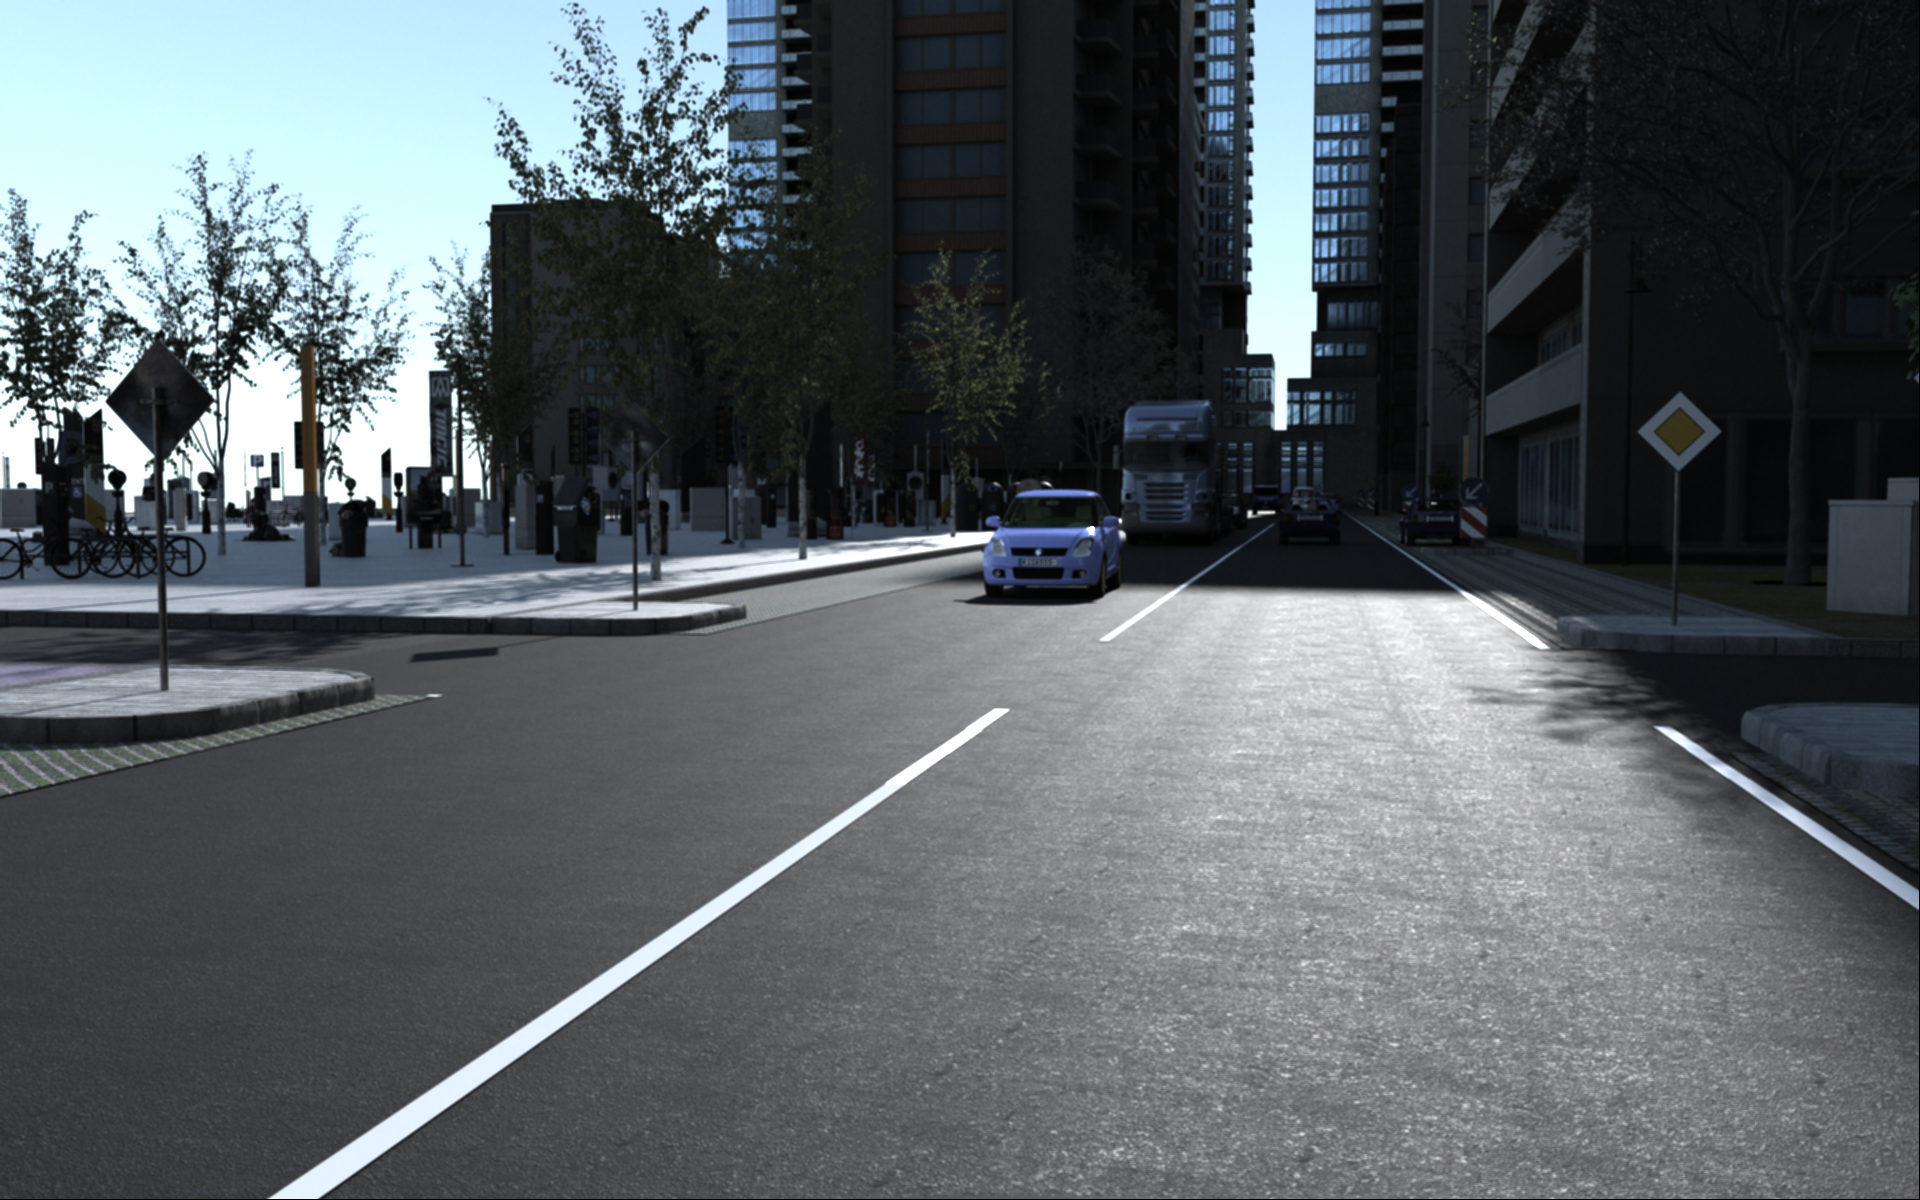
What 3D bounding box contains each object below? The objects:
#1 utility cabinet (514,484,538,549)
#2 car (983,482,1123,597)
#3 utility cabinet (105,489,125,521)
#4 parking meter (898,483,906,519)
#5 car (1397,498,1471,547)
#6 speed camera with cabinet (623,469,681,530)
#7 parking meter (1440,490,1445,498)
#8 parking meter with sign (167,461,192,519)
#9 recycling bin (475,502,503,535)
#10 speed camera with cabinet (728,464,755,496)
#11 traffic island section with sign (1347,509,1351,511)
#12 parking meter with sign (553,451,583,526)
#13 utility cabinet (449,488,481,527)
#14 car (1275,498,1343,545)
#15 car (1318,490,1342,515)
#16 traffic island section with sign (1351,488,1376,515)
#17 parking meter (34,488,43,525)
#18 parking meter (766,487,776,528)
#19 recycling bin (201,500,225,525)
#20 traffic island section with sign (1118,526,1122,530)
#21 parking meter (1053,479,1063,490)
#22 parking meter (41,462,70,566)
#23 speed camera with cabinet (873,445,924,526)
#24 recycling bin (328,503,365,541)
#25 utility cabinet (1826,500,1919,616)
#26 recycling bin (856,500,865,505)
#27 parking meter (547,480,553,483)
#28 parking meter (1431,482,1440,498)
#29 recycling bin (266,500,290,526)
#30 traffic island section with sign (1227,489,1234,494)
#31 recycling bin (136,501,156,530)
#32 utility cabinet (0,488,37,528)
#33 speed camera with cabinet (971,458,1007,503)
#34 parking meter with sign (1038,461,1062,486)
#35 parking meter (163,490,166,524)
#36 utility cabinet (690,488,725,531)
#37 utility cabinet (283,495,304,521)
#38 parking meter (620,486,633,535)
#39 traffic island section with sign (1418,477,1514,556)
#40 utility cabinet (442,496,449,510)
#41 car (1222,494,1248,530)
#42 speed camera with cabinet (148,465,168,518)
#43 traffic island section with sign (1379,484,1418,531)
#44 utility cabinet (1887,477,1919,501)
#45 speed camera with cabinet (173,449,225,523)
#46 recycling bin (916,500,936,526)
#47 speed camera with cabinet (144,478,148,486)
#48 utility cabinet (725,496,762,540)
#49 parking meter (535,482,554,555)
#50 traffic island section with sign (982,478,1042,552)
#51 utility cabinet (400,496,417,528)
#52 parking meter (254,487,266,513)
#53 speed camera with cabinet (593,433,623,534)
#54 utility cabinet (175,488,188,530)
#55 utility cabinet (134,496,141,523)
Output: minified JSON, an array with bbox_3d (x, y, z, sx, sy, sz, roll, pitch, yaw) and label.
[{"bbox_3d":[-10.086,-1.946,40.501,0.318,1.500,1.173,0,4,4],"label":"utility cabinet"},{"bbox_3d":[1.400,-0.961,25.310,1.945,1.707,3.694,1,4,11],"label":"car"},{"bbox_3d":[-40.154,-4.479,81.909,1.173,1.500,0.318,0,4,-2],"label":"utility cabinet"},{"bbox_3d":[-3.004,-5.124,89.489,0.399,1.863,0.255,0,4,5],"label":"parking meter"},{"bbox_3d":[13.231,-2.186,48.321,1.945,1.354,3.894,1,4,11],"label":"car"},{"bbox_3d":[-11.129,-4.163,62.406,2.038,3.252,0.660,0,4,4],"label":"speed camera with cabinet"},{"bbox_3d":[24.158,-4.805,86.968,0.372,1.533,0.369,0,3,0],"label":"parking meter"},{"bbox_3d":[-41.006,-5.757,90.380,1.738,3.016,0.543,-2,4,-30],"label":"parking meter with sign"},{"bbox_3d":[-14.925,-2.596,55.005,0.722,1.027,0.722,-3,4,-37],"label":"recycling bin"},{"bbox_3d":[-7.427,-3.938,58.730,0.660,3.252,2.038,-1,4,-19],"label":"speed camera with cabinet"},{"bbox_3d":[33.170,-8.263,143.728,1.989,1.847,2.006,1,4,12],"label":"traffic island section with sign"},{"bbox_3d":[-16.078,-4.538,70.451,1.738,3.016,0.543,3,5,42],"label":"parking meter with sign"},{"bbox_3d":[-19.284,-3.596,67.468,1.173,1.500,0.318,-3,5,-40],"label":"utility cabinet"},{"bbox_3d":[10.175,-2.319,50.500,1.945,1.354,3.894,1,4,10],"label":"car"},{"bbox_3d":[25.898,-6.870,121.920,1.945,1.707,3.694,1,4,13],"label":"car"},{"bbox_3d":[27.653,-6.628,117.003,1.989,1.847,2.006,1,4,12],"label":"traffic island section with sign"},{"bbox_3d":[-37.948,-3.845,71.273,0.372,1.533,0.369,0,3,0],"label":"parking meter"},{"bbox_3d":[-7.239,-3.549,66.431,0.372,1.533,0.369,0,3,0],"label":"parking meter"},{"bbox_3d":[-31.250,-3.665,72.484,0.722,1.027,0.722,3,5,44],"label":"recycling bin"},{"bbox_3d":[7.193,-3.745,69.859,1.989,1.847,2.006,1,4,12],"label":"traffic island section with sign"},{"bbox_3d":[3.724,-3.676,65.820,0.255,1.863,0.399,2,4,25],"label":"parking meter"},{"bbox_3d":[-16.255,-1.555,31.138,0.399,1.863,0.255,1,4,15],"label":"parking meter"},{"bbox_3d":[-2.479,-4.627,69.984,2.038,3.252,0.660,0,4,1],"label":"speed camera with cabinet"},{"bbox_3d":[-17.040,-2.176,48.135,0.722,1.027,0.722,2,4,27],"label":"recycling bin"},{"bbox_3d":[9.912,-0.462,18.708,0.306,1.237,1.020,-2,4,-25],"label":"utility cabinet"},{"bbox_3d":[-4.841,-4.157,80.515,0.722,1.027,0.722,1,4,9],"label":"recycling bin"},{"bbox_3d":[-17.237,-4.106,72.848,0.255,1.863,0.399,-1,4,-14],"label":"parking meter"},{"bbox_3d":[23.302,-4.839,84.832,0.255,1.863,0.399,-2,4,-24],"label":"parking meter"},{"bbox_3d":[-27.311,-3.467,69.241,0.722,1.027,0.722,1,4,23],"label":"recycling bin"},{"bbox_3d":[22.765,-8.363,145.357,1.989,1.847,2.006,1,4,12],"label":"traffic island section with sign"},{"bbox_3d":[-28.720,-2.990,61.446,0.722,1.027,0.722,0,4,-7],"label":"recycling bin"},{"bbox_3d":[-35.706,-3.484,65.644,1.173,1.500,0.318,-3,4,-37],"label":"utility cabinet"},{"bbox_3d":[1.637,-6.134,94.630,2.038,3.252,0.660,1,4,14],"label":"speed camera with cabinet"},{"bbox_3d":[4.466,-5.803,91.135,1.738,3.016,0.543,1,4,21],"label":"parking meter with sign"},{"bbox_3d":[-33.909,-3.982,73.516,0.372,1.533,0.369,0,3,0],"label":"parking meter"},{"bbox_3d":[-8.744,-3.139,59.994,1.173,1.500,0.318,-1,4,-18],"label":"utility cabinet"},{"bbox_3d":[-31.760,-4.370,82.609,1.020,1.237,0.306,1,4,19],"label":"utility cabinet"},{"bbox_3d":[-10.365,-2.777,53.818,0.372,1.533,0.369,0,3,0],"label":"parking meter"},{"bbox_3d":[11.996,-1.983,41.050,1.989,1.847,2.006,1,4,12],"label":"traffic island section with sign"},{"bbox_3d":[-20.343,-3.439,67.394,1.020,1.237,0.306,1,4,14],"label":"utility cabinet"},{"bbox_3d":[10.879,-3.767,71.372,2.009,1.686,4.222,1,4,14],"label":"car"},{"bbox_3d":[-42.920,-6.108,94.195,2.038,3.252,0.660,1,4,15],"label":"speed camera with cabinet"},{"bbox_3d":[17.569,-3.635,68.063,1.989,1.847,2.006,1,4,12],"label":"traffic island section with sign"},{"bbox_3d":[12.839,-0.886,23.168,0.318,1.500,1.173,0,4,2],"label":"utility cabinet"},{"bbox_3d":[-33.522,-5.011,76.267,2.038,3.252,0.660,-1,4,-14],"label":"speed camera with cabinet"},{"bbox_3d":[-1.383,-3.571,70.939,0.722,1.027,0.722,1,4,9],"label":"recycling bin"},{"bbox_3d":[-44.216,-6.225,96.115,0.660,3.252,2.038,2,4,28],"label":"speed camera with cabinet"},{"bbox_3d":[-6.087,-2.310,48.932,0.306,1.237,1.020,3,5,45],"label":"utility cabinet"},{"bbox_3d":[-8.826,-1.736,36.795,0.372,1.533,0.369,0,3,0],"label":"parking meter"},{"bbox_3d":[1.694,-2.113,43.177,1.989,1.847,2.006,1,4,12],"label":"traffic island section with sign"},{"bbox_3d":[-21.020,-3.359,66.084,0.306,1.237,1.020,1,4,10],"label":"utility cabinet"},{"bbox_3d":[-34.885,-4.761,86.249,0.372,1.533,0.369,0,3,0],"label":"parking meter"},{"bbox_3d":[-11.638,-3.728,55.296,0.660,3.252,2.038,1,4,16],"label":"speed camera with cabinet"},{"bbox_3d":[-27.309,-3.187,60.780,0.318,1.500,1.173,-1,4,-21],"label":"utility cabinet"},{"bbox_3d":[-35.693,-3.956,75.843,1.020,1.237,0.306,2,4,24],"label":"utility cabinet"}]
